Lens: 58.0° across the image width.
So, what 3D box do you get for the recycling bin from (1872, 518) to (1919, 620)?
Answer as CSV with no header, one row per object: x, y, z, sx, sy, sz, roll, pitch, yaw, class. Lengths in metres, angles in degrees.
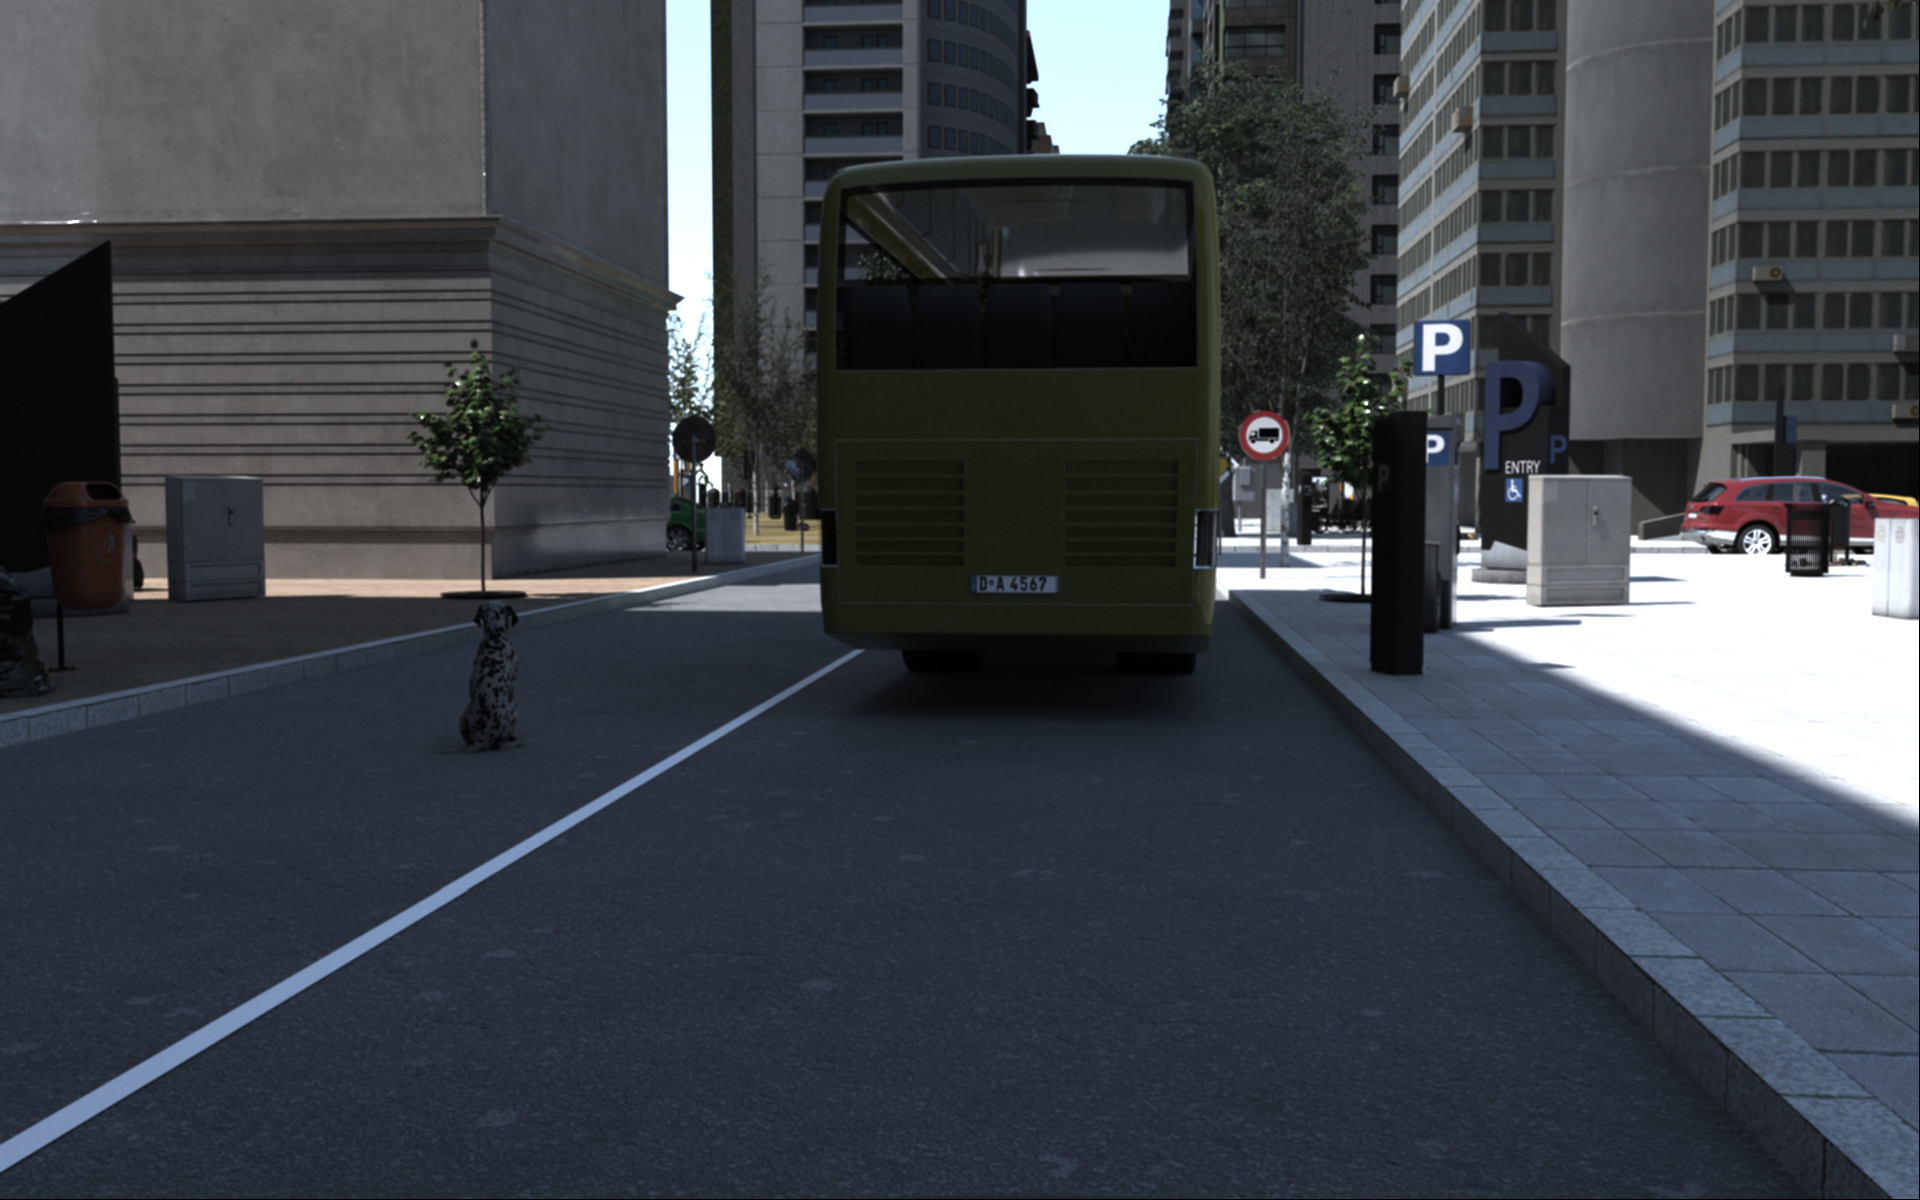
10.014,-0.333,17.994,0.722,1.027,0.722,0,3,0,recycling bin

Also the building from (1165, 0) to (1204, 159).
29.375,-32.628,153.068,23.786,49.044,30.456,0,4,5,building

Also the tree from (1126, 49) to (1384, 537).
7.994,-8.853,51.403,9.857,13.997,8.962,0,3,0,tree

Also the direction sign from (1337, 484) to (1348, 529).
14.119,-4.393,63.822,0.379,3.537,0.876,-1,4,-13,direction sign

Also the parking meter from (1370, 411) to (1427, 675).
3.137,-0.410,12.408,0.255,1.863,0.399,-1,4,-12,parking meter

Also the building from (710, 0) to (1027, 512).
-6.116,-36.221,134.211,21.231,58.520,28.212,0,4,5,building

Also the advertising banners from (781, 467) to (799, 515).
-10.192,-6.801,107.377,2.074,3.025,0.090,2,4,24,advertising banners

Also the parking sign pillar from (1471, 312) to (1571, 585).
8.202,-2.242,25.132,1.447,3.967,1.447,-2,4,-26,parking sign pillar

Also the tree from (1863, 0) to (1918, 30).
7.831,-3.726,11.286,4.360,8.622,3.978,0,3,0,tree

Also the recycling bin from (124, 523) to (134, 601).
-10.296,-0.488,20.541,0.722,1.027,0.722,0,4,-8,recycling bin

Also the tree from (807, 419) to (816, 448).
-1.292,-9.283,68.790,9.611,12.733,9.660,0,3,0,tree

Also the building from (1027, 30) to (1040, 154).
-3.956,-31.098,163.081,22.147,44.769,28.867,0,4,5,building

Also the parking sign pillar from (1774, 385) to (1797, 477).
20.658,-3.361,43.432,1.447,3.967,1.447,2,4,23,parking sign pillar

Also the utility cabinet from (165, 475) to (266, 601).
-8.989,-0.751,20.958,0.318,1.500,1.173,2,4,27,utility cabinet

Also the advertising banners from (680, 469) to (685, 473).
-20.155,-7.668,121.563,2.074,3.025,0.090,0,4,3,advertising banners

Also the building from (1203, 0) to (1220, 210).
26.383,-42.130,127.076,20.563,71.187,20.611,0,4,5,building

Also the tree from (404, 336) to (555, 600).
-6.071,-1.644,21.477,1.663,3.219,1.824,0,3,0,tree

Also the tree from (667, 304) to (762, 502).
-10.258,-7.103,66.490,4.737,8.622,4.395,0,3,0,tree

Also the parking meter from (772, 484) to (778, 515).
-11.213,-6.073,105.006,0.255,1.863,0.399,-2,4,-31,parking meter

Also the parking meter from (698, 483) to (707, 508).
-13.485,-5.203,90.786,0.255,1.863,0.399,3,5,41,parking meter

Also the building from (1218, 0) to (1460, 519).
21.159,-19.798,95.402,14.160,30.474,14.107,0,4,5,building

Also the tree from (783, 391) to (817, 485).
-10.089,-10.198,117.107,4.737,8.622,4.395,0,3,0,tree

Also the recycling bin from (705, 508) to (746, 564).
-4.328,-1.187,31.960,0.722,1.027,0.722,0,4,-6,recycling bin

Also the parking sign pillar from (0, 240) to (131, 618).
-9.692,-1.834,18.451,1.447,3.967,1.447,-1,4,-19,parking sign pillar

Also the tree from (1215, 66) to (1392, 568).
5.588,-4.885,30.232,4.360,8.622,3.978,0,3,0,tree

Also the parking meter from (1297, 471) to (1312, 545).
8.648,-2.308,43.452,0.255,1.863,0.399,-1,4,-11,parking meter

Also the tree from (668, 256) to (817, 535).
-6.191,-6.315,53.609,4.360,8.622,3.978,0,3,0,tree

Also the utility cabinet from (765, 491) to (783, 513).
-12.231,-6.436,113.912,1.173,1.500,0.318,0,4,-5,utility cabinet

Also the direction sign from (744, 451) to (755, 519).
-11.002,-6.027,90.539,0.379,3.537,0.876,2,4,32,direction sign

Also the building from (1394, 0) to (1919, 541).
28.660,-22.521,60.106,23.993,40.220,32.217,0,4,5,building

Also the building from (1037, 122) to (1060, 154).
2.769,-37.082,229.987,21.300,48.544,21.600,0,4,5,building

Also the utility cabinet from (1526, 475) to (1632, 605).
7.107,-0.684,19.867,1.173,1.500,0.318,-1,4,-16,utility cabinet

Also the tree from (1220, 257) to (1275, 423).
9.081,-8.769,69.135,9.928,11.665,9.643,0,3,0,tree

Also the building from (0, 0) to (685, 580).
-16.212,-11.919,31.032,21.152,22.565,11.583,0,4,5,building

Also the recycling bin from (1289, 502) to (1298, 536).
10.288,-2.472,52.968,0.722,1.027,0.722,2,4,32,recycling bin

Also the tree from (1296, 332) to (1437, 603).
4.797,-1.609,20.905,1.663,3.219,1.824,0,3,0,tree

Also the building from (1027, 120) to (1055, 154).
4.446,-34.356,211.831,14.600,45.320,14.200,0,4,5,building
